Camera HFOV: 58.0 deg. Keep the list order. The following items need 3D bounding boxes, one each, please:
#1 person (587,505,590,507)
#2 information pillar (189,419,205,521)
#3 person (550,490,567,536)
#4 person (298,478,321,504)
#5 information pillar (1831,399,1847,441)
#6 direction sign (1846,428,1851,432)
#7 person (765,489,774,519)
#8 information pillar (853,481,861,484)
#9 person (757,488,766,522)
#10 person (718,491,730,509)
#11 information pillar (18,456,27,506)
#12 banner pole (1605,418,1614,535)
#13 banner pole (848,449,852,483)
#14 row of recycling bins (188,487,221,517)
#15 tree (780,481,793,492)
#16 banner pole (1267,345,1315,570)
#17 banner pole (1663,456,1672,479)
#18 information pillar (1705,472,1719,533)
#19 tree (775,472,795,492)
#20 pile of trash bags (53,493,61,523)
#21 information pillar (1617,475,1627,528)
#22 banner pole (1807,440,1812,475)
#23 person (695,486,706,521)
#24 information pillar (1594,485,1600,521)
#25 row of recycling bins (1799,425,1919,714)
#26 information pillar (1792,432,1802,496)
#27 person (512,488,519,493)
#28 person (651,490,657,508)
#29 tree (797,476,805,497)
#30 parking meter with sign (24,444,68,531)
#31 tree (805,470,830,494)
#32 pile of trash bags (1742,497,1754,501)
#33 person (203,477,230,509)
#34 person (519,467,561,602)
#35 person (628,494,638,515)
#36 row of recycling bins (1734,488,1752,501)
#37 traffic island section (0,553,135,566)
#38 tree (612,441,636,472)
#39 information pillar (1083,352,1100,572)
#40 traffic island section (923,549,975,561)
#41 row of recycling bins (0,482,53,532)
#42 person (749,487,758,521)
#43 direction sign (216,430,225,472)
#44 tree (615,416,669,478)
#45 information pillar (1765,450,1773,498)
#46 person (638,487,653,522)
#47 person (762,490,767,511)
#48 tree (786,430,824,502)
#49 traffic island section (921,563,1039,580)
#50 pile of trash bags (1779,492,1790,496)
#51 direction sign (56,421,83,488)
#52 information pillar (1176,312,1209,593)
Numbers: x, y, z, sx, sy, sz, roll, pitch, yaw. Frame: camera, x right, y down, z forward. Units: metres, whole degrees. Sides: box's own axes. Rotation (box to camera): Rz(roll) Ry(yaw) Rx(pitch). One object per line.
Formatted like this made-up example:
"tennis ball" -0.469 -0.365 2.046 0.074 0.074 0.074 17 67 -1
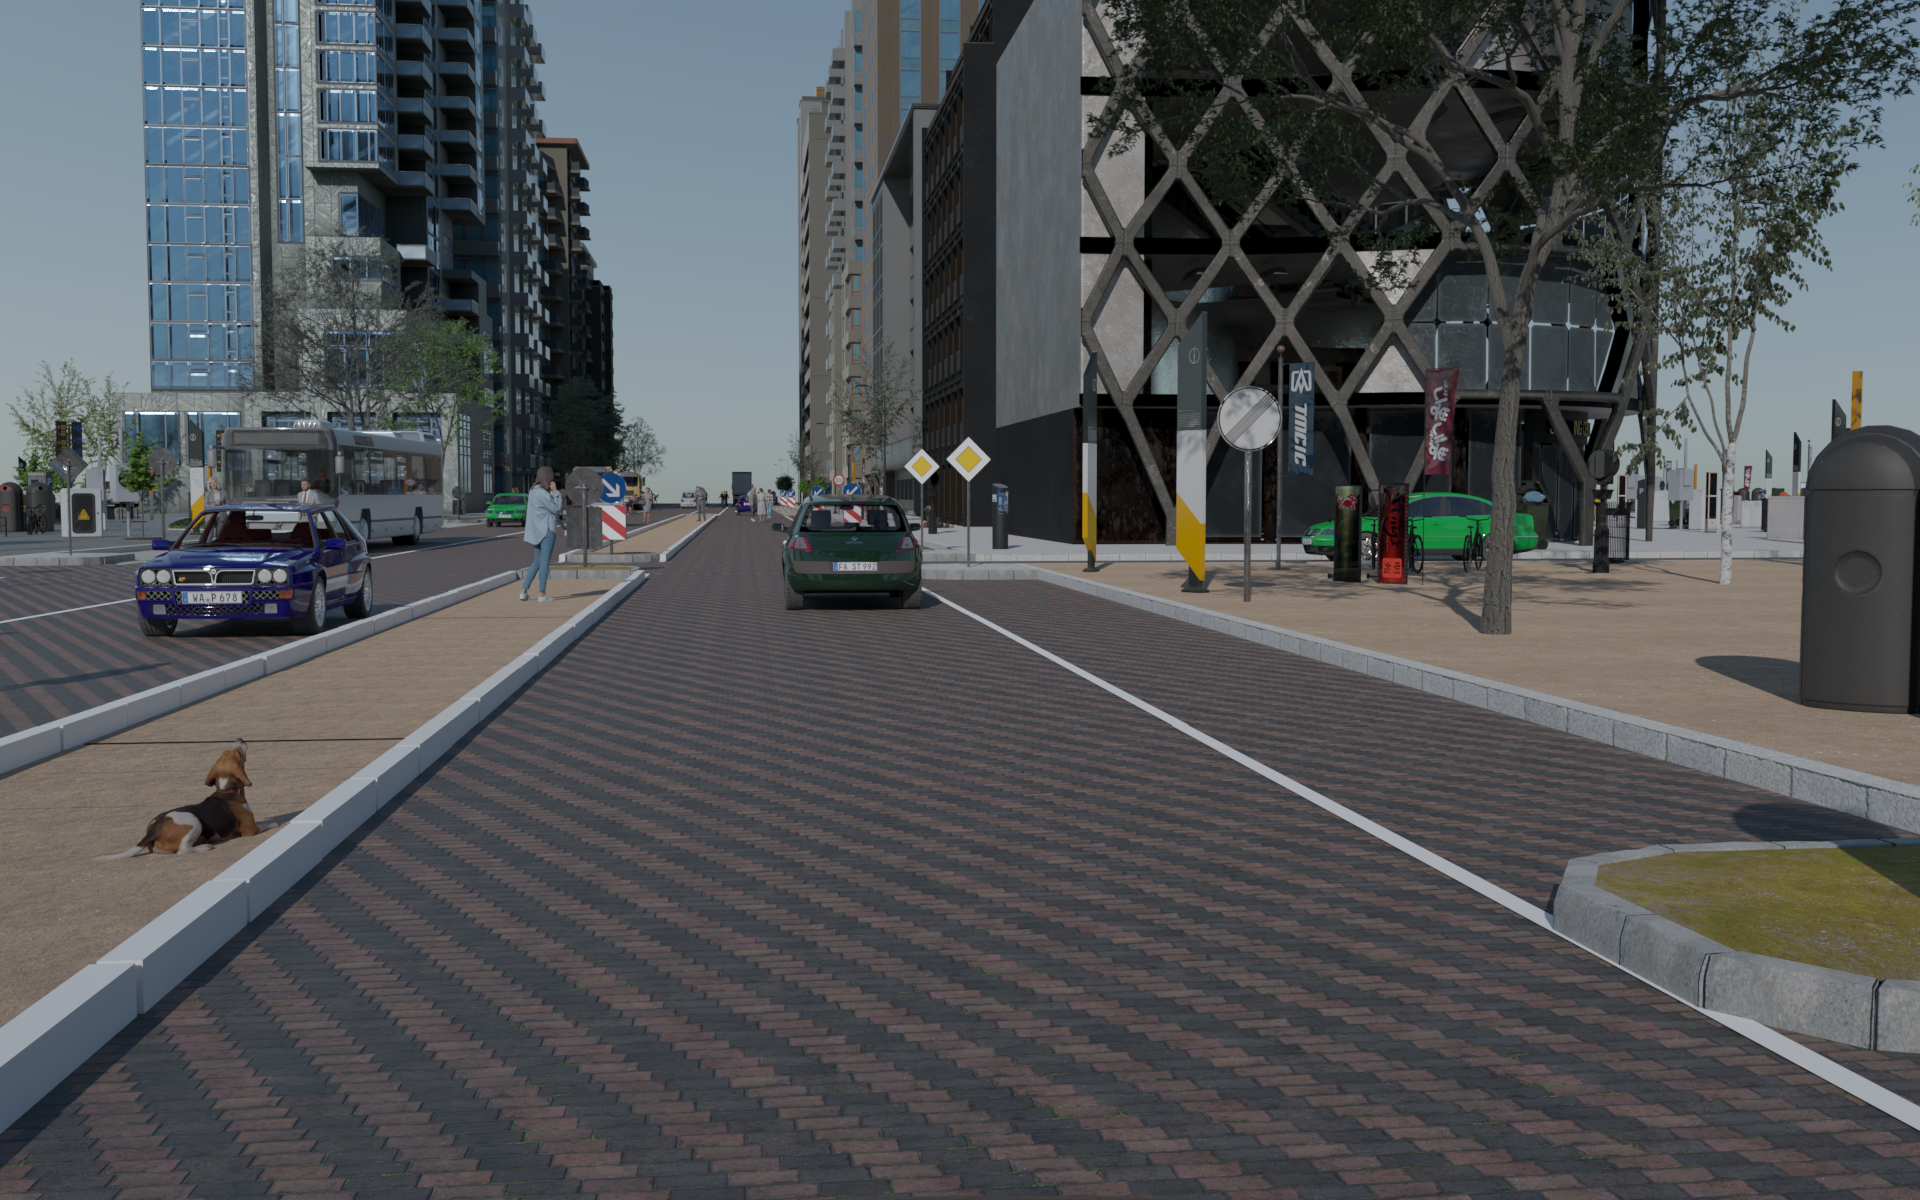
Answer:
"person" -15.707 -3.926 72.706 0.654 1.822 0.581 0 4 -7
"information pillar" -23.961 -3.856 54.406 0.504 3.616 0.183 1 4 14
"person" -13.868 -3.129 59.501 0.661 1.843 0.795 3 5 44
"person" -14.268 -1.785 37.953 0.678 1.792 0.850 1 4 13
"information pillar" 21.684 -3.148 42.817 0.504 3.616 0.183 -2 4 -30
"direction sign" 30.684 -4.119 59.348 0.876 3.537 0.379 -1 4 -10
"person" -11.210 -5.641 101.574 0.563 1.720 0.643 2 4 24
"information pillar" -5.936 -5.828 99.786 0.304 2.012 0.304 2 4 30
"person" -10.095 -4.821 87.889 0.480 1.755 0.524 -2 4 -32
"person" -22.499 -9.528 165.102 1.217 1.723 0.721 1 4 10
"information pillar" -57.465 -7.025 106.212 0.504 3.616 0.183 -3 5 -43
"banner pole" 20.455 -3.948 54.570 0.401 3.779 0.863 0 4 2
"banner pole" -6.185 -6.541 96.959 0.401 3.779 0.863 1 4 11
"row of recycling bins" -41.814 -5.470 96.547 3.534 1.692 1.069 3 4 37
"tree" -25.385 -15.712 251.489 1.663 3.219 1.824 0 3 0
"banner pole" 5.583 -2.392 29.120 0.863 3.779 0.401 3 4 38
"banner pole" 46.486 -7.580 113.956 0.863 3.779 0.401 -1 4 -20
"information pillar" 24.912 -3.237 57.417 0.304 2.012 0.304 0 4 5
"tree" -26.458 -17.038 262.286 4.285 4.588 4.351 0 3 0
"pile of trash bags" -39.810 -4.124 77.178 1.912 1.369 3.447 0 4 1
"information pillar" 25.104 -3.745 65.719 0.304 2.012 0.304 1 4 15
"banner pole" 39.171 -5.497 79.890 0.401 3.779 0.863 3 4 39
"person" -13.521 -5.010 90.217 0.655 1.846 0.447 1 4 20
"information pillar" 28.811 -5.332 78.540 0.504 3.616 0.183 0 4 -4
"row of recycling bins" 6.148 -0.131 9.249 1.069 1.692 3.534 -2 4 -29
"information pillar" 31.342 -4.499 64.911 0.183 3.616 0.504 0 3 0
"person" -26.945 -5.906 105.038 0.573 1.828 0.580 0 4 8
"person" -32.385 -10.600 181.890 1.350 1.814 0.705 -1 4 -14
"tree" -16.350 -11.547 183.387 1.663 3.219 1.824 0 3 0
"parking meter with sign" -32.111 -3.929 60.504 1.738 3.016 0.543 0 4 7
"tree" -11.145 -8.819 138.791 1.663 3.219 1.824 0 3 0
"pile of trash bags" 43.192 -5.386 97.819 3.447 1.369 1.912 2 4 29
"person" -15.943 -1.743 37.180 0.537 1.800 0.526 -2 4 -24
"person" -5.579 -0.869 22.969 0.793 1.790 0.793 1 4 20
"person" -22.614 -6.599 119.632 0.697 1.427 0.421 -1 4 -15
"row of recycling bins" 51.346 -6.440 112.411 3.534 1.692 1.069 2 4 35
"traffic island section" -18.575 -0.847 36.133 2.009 0.180 2.903 0 4 -7
"tree" -43.673 -16.567 221.227 4.737 8.622 4.395 0 3 0
"information pillar" 2.131 -2.264 28.377 0.183 3.616 0.504 1 4 23
"traffic island section" -0.820 -0.982 38.337 2.009 0.180 2.903 0 4 -7
"row of recycling bins" -32.575 -3.140 58.448 3.534 1.692 1.069 -1 4 -16
"person" -10.746 -5.016 90.690 0.709 1.800 0.728 -2 4 -29
"direction sign" -25.866 -4.245 61.395 0.876 3.537 0.379 -1 4 -13
"tree" -50.177 -21.890 268.273 12.009 13.543 11.850 0 3 0
"information pillar" 42.793 -6.138 91.712 0.504 3.616 0.183 -2 4 -30
"person" -15.984 -4.842 88.029 0.716 1.782 0.532 0 4 -6
"person" -16.236 -8.255 143.914 0.683 1.767 0.568 -2 4 -31
"tree" -17.679 -15.005 195.691 4.360 8.622 3.978 0 3 0
"traffic island section" 0.169 -0.497 30.413 2.009 0.180 2.903 0 4 -7
"pile of trash bags" 39.349 -4.431 82.195 1.912 1.369 3.447 2 4 33
"direction sign" -27.778 -3.798 54.088 0.379 3.537 0.876 2 4 26
"information pillar" 3.019 -1.906 22.525 0.183 3.616 0.504 -2 4 -35
